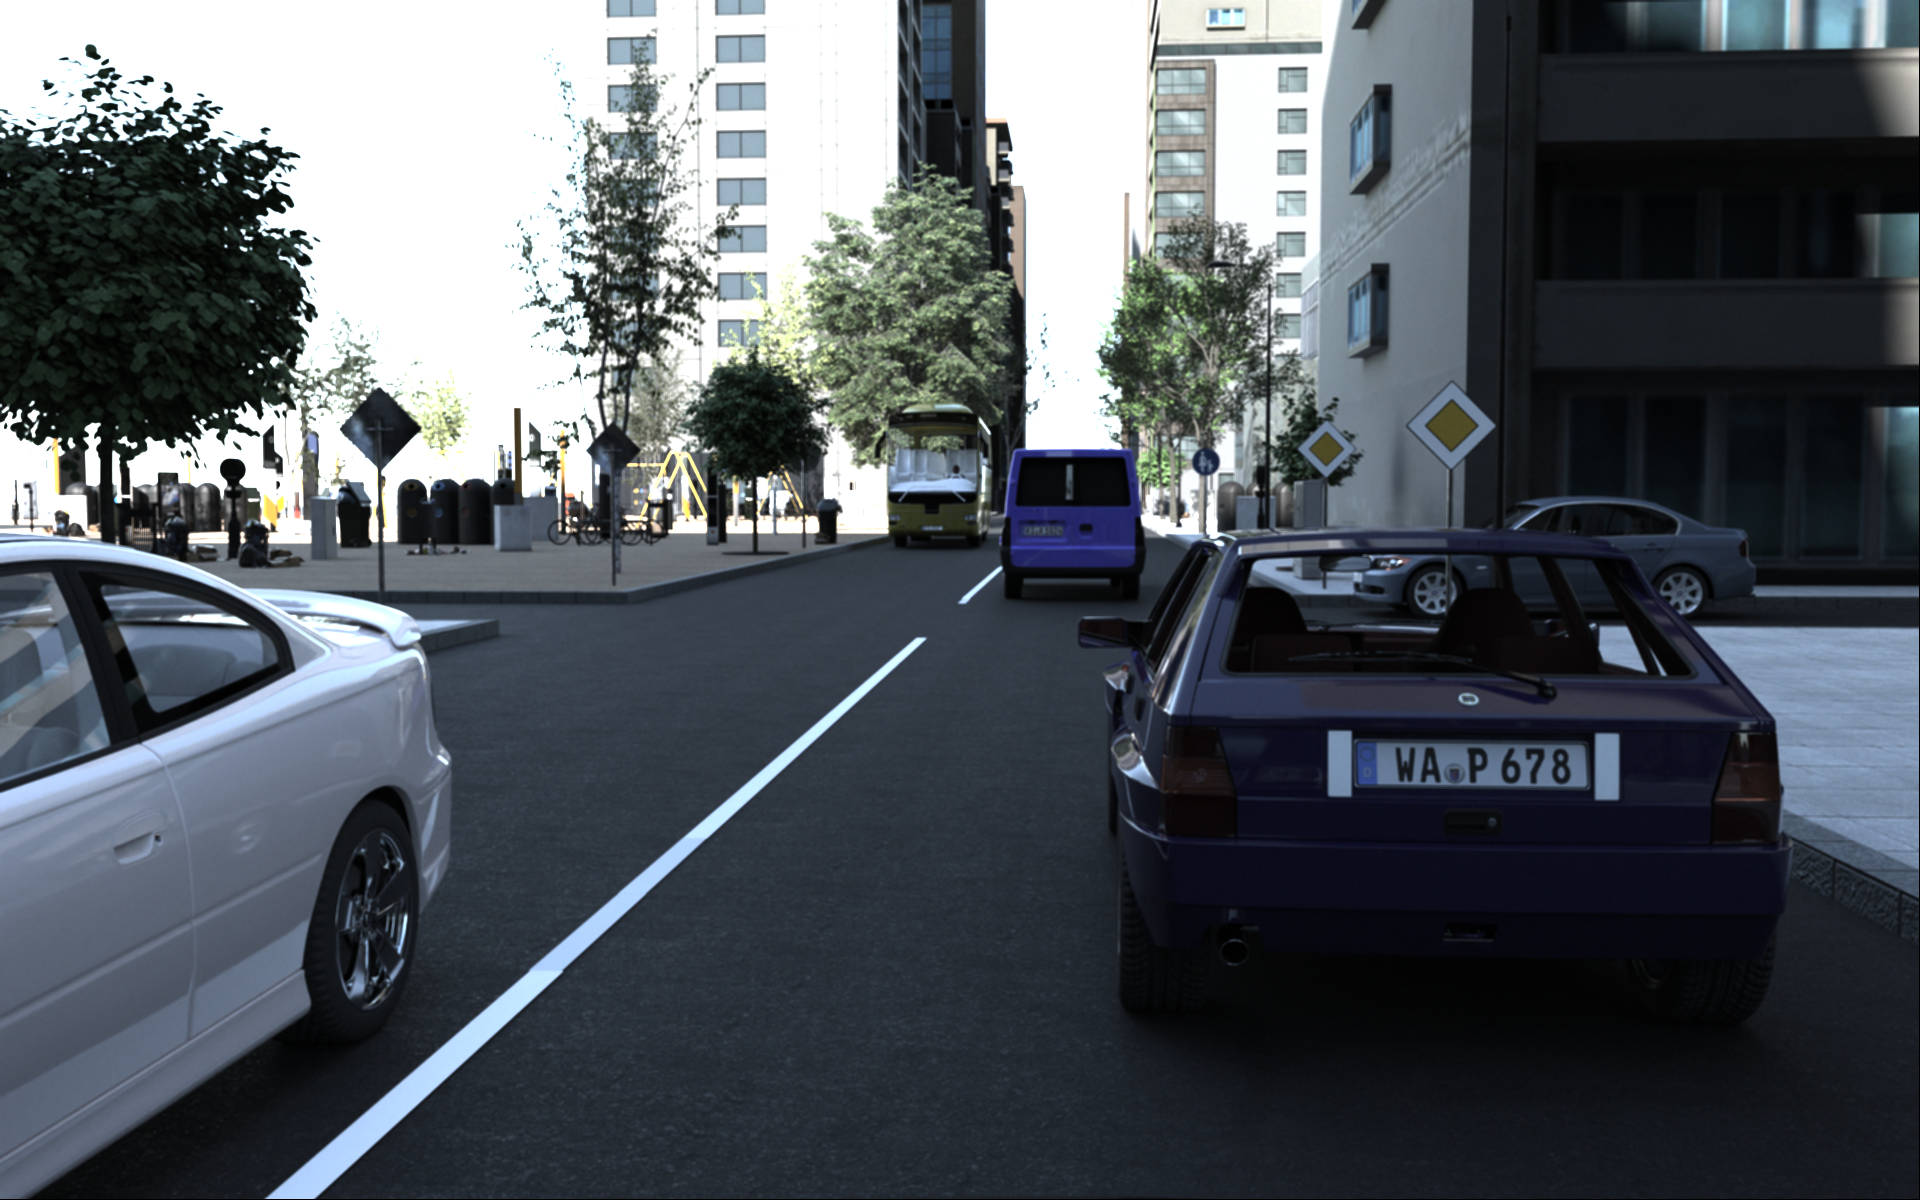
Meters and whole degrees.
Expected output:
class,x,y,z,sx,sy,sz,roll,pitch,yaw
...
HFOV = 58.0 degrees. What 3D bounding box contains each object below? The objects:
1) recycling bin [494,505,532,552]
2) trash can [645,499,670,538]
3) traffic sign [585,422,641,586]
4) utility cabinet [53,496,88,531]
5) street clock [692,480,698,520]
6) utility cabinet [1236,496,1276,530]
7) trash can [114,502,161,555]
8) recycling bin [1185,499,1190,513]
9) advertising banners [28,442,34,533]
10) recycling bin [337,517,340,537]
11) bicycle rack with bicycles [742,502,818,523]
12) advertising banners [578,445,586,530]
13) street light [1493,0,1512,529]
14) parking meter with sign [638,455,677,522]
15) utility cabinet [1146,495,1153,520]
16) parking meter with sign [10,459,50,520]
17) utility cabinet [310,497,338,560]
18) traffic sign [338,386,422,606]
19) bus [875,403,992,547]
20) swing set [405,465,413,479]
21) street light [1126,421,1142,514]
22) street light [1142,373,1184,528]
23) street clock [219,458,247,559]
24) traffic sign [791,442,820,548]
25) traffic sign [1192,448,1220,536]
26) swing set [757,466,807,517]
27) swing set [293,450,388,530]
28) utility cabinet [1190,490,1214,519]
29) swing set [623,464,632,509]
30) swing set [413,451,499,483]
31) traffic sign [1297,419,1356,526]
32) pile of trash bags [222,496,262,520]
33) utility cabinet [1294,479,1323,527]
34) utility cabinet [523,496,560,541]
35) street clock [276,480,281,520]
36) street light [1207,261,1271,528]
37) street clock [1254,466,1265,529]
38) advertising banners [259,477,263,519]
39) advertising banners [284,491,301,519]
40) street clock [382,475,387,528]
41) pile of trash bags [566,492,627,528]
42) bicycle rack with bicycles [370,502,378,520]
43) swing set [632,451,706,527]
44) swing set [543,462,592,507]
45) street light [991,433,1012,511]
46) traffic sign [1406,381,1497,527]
class,x,y,z,sx,sy,sz,roll,pitch,yaw
recycling bin,-10.076,-1.620,39.036,0.722,1.027,0.722,-2,4,-24
trash can,-8.833,-2.384,50.633,0.748,1.137,0.748,0,3,0
traffic sign,-4.831,-1.253,24.127,0.795,2.450,0.064,0,4,4
utility cabinet,-30.671,-2.970,59.715,1.020,1.237,0.306,-1,4,-23
street clock,-13.306,-5.043,87.028,0.358,2.002,0.471,-1,4,-13
utility cabinet,8.003,-2.184,46.875,1.020,1.237,0.306,2,4,24
trash can,-14.278,-1.127,30.080,0.748,1.137,0.748,0,3,0
recycling bin,12.721,-4.999,94.286,0.722,1.027,0.722,2,4,30
advertising banners,-21.514,-2.685,40.094,0.090,3.025,2.074,-2,4,-28
recycling bin,-18.227,-2.397,51.745,0.722,1.027,0.722,-1,4,-19
bicycle rack with bicycles,-7.763,-4.004,78.843,2.925,0.926,2.852,2,4,28
advertising banners,-12.929,-3.848,59.100,0.090,3.025,2.074,0,4,-7
street light,4.273,-2.621,15.396,1.470,5.913,1.316,0,4,4
parking meter with sign,-13.654,-5.014,78.233,1.738,3.016,0.543,-1,4,-10
utility cabinet,9.431,-4.587,86.153,0.306,1.237,1.020,1,4,8
parking meter with sign,-45.808,-5.446,85.298,1.738,3.016,0.543,-1,4,-14
utility cabinet,-12.578,-1.414,34.278,0.306,1.237,1.020,0,4,-7
traffic sign,-5.405,-0.766,16.162,0.795,2.450,0.064,0,4,4
bus,-0.477,-3.595,50.329,2.896,3.916,12.252,0,4,2
swing set,-28.185,-5.845,93.192,2.862,2.851,3.119,3,5,42
street light,10.231,-7.693,98.328,1.470,5.913,1.316,0,4,4
street light,7.858,-5.733,66.272,1.470,5.913,1.316,0,4,4
street clock,-14.467,-1.831,34.502,0.471,2.002,0.358,1,4,12
traffic sign,-3.711,-2.511,41.159,0.768,2.556,0.104,1,4,10
traffic sign,6.819,-2.933,48.057,0.768,2.556,0.104,1,4,11
swing set,-10.038,-6.005,95.808,2.862,2.851,3.119,-1,4,-12
swing set,-22.258,-3.962,62.392,3.119,2.851,2.862,-1,4,-9
utility cabinet,12.345,-4.866,88.236,1.173,1.500,0.318,2,4,24
swing set,-16.883,-5.736,91.407,3.119,2.851,2.862,1,4,8
swing set,-18.235,-4.027,63.457,3.119,2.851,2.862,-1,4,-16
traffic sign,4.937,-1.209,23.404,0.795,2.450,0.064,0,4,4
pile of trash bags,-36.563,-4.676,86.198,3.447,1.369,1.912,-2,4,-29
utility cabinet,5.286,-1.084,26.406,0.318,1.500,1.173,0,4,4
utility cabinet,-11.480,-2.210,47.298,1.020,1.237,0.306,0,4,1
street clock,-34.474,-5.061,87.310,0.471,2.002,0.358,-2,4,-35
street light,5.630,-3.803,34.714,1.470,5.913,1.316,0,4,4
street clock,7.670,-2.419,44.117,0.358,2.002,0.471,0,4,8
advertising banners,-33.707,-5.306,82.935,0.090,3.025,2.074,1,4,23
advertising banners,-34.324,-5.714,89.611,2.074,3.025,0.090,3,4,36
street clock,-21.873,-3.730,65.561,0.358,2.002,0.471,0,3,0
pile of trash bags,-14.413,-3.508,67.112,1.912,1.369,3.447,-3,5,-44
bicycle rack with bicycles,-30.592,-4.528,87.407,2.852,0.926,2.925,-1,4,-21
swing set,-10.474,-4.116,64.909,2.862,2.851,3.119,0,4,0
swing set,-19.224,-5.298,84.249,2.862,2.851,3.119,0,4,-6
street light,3.030,-9.704,131.198,1.470,5.913,1.316,0,4,4
traffic sign,4.362,-0.722,15.440,0.795,2.450,0.064,0,4,4
